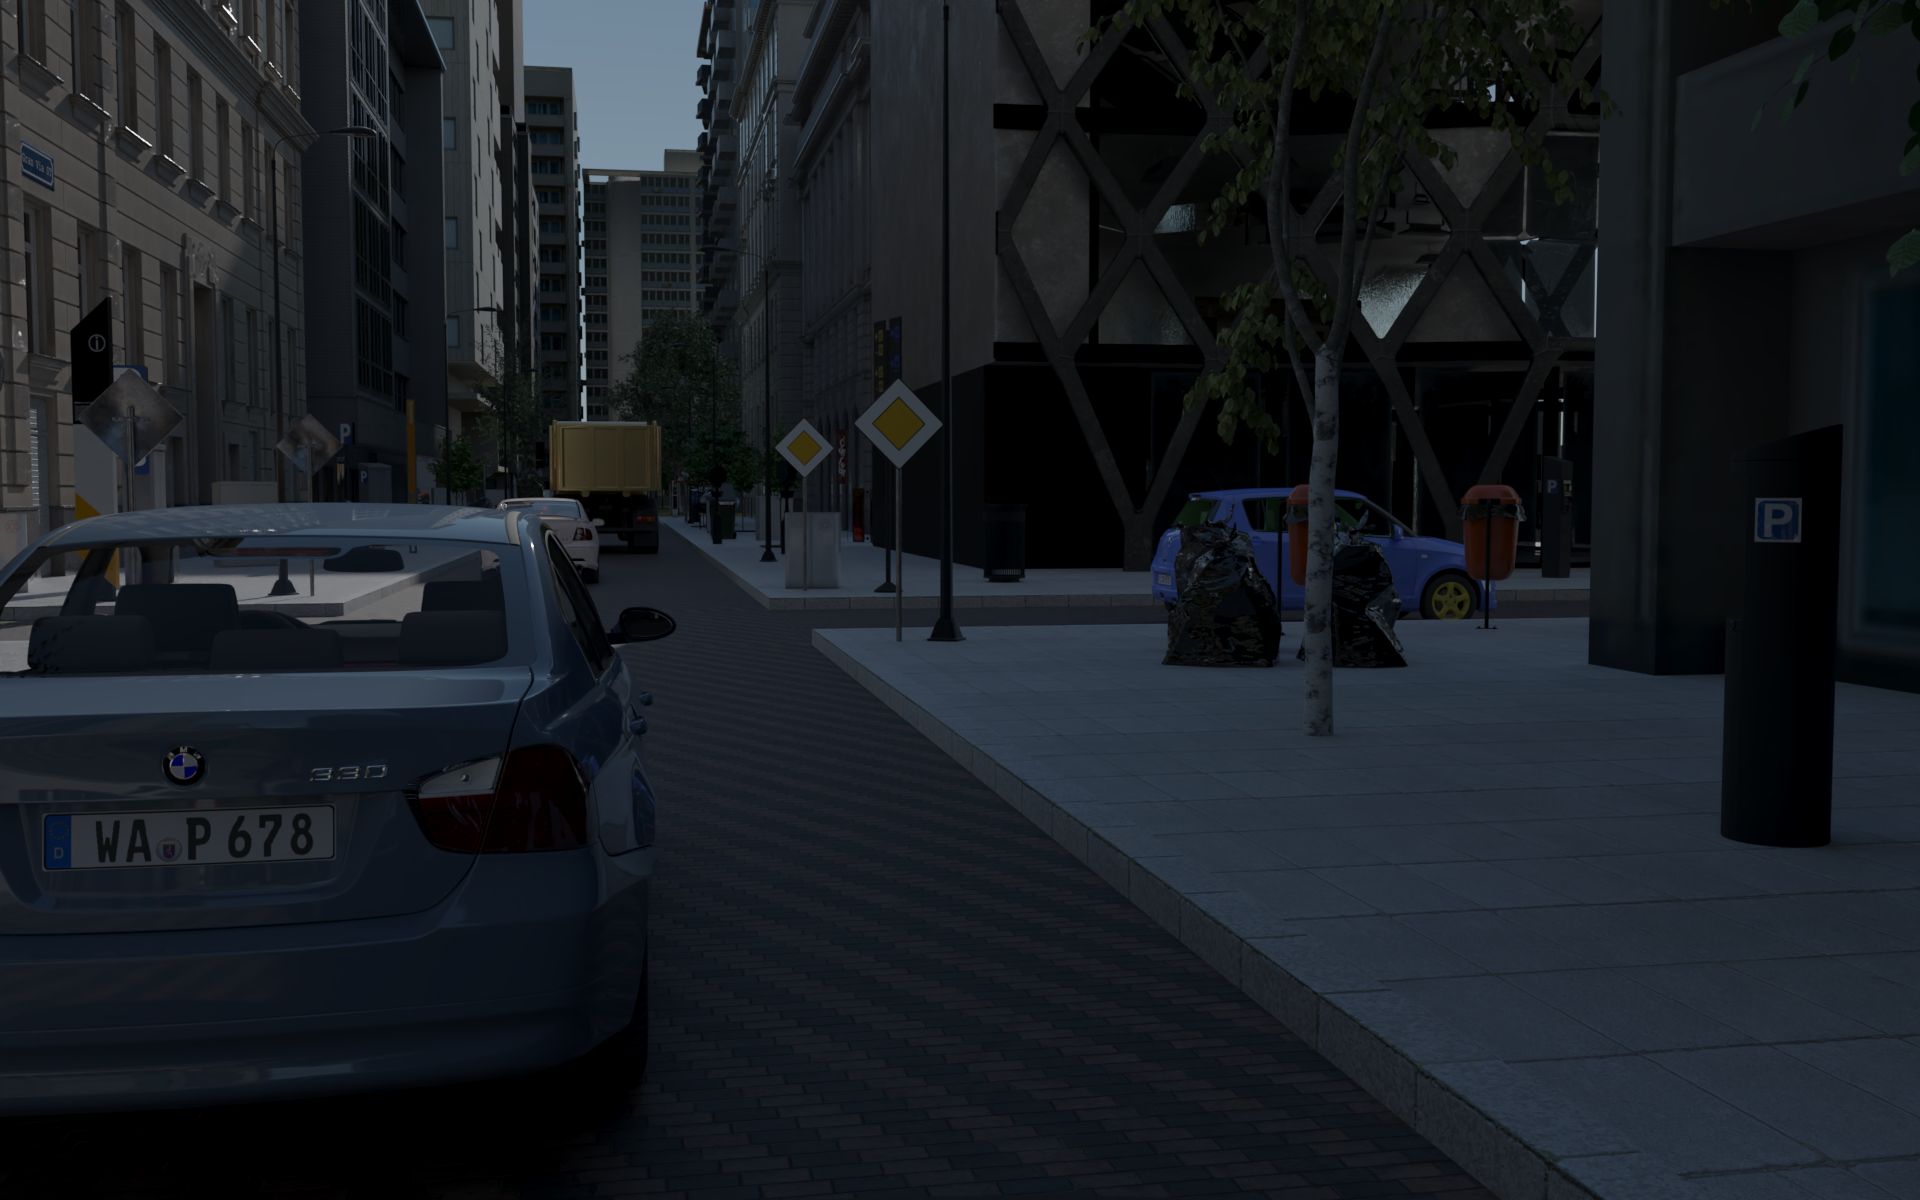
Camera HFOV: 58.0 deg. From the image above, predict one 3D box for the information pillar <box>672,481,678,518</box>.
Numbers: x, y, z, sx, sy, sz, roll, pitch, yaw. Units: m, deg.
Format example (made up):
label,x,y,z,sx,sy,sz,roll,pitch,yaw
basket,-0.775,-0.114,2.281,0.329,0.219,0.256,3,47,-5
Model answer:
label,x,y,z,sx,sy,sz,roll,pitch,yaw
information pillar,-15.540,-5.502,94.451,0.304,2.012,0.304,-1,4,-10

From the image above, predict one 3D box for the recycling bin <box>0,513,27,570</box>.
label,x,y,z,sx,sy,sz,roll,pitch,yaw
recycling bin,-12.598,-0.609,22.519,0.722,1.027,0.722,-3,5,-40

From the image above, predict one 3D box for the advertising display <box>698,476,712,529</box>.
label,x,y,z,sx,sy,sz,roll,pitch,yaw
advertising display,-9.037,-3.525,62.841,0.974,1.923,0.123,1,4,15

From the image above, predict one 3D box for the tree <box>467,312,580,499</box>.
label,x,y,z,sx,sy,sz,roll,pitch,yaw
tree,-18.011,-7.367,70.807,4.360,8.622,3.978,0,3,0

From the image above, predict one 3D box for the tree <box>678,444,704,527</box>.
label,x,y,z,sx,sy,sz,roll,pitch,yaw
tree,-10.053,-4.422,66.903,1.663,3.219,1.824,0,3,0

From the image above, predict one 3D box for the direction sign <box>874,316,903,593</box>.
label,x,y,z,sx,sy,sz,roll,pitch,yaw
direction sign,-0.938,-1.868,22.546,0.379,3.537,0.876,-2,4,-25

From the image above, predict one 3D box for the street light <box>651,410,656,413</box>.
label,x,y,z,sx,sy,sz,roll,pitch,yaw
street light,-16.441,-7.576,96.407,1.470,5.913,1.316,-1,4,-11

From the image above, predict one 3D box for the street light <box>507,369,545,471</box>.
label,x,y,z,sx,sy,sz,roll,pitch,yaw
street light,-16.287,-5.603,64.143,1.470,5.913,1.316,-1,4,-11

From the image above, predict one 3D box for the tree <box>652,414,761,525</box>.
label,x,y,z,sx,sy,sz,roll,pitch,yaw
tree,-9.818,-5.351,71.199,4.285,4.588,4.351,0,3,0

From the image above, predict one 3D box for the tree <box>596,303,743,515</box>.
label,x,y,z,sx,sy,sz,roll,pitch,yaw
tree,-16.974,-11.433,103.945,9.611,12.733,9.660,0,3,0

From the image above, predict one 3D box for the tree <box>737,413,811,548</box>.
label,x,y,z,sx,sy,sz,roll,pitch,yaw
tree,-4.263,-2.876,41.623,1.663,3.219,1.824,0,3,0

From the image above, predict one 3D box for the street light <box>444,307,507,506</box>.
label,x,y,z,sx,sy,sz,roll,pitch,yaw
street light,-12.165,-4.308,42.984,1.470,5.913,1.316,-1,4,-11

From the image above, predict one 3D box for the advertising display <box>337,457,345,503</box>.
label,x,y,z,sx,sy,sz,roll,pitch,yaw
advertising display,-10.961,-1.559,30.708,0.123,1.923,0.974,-1,4,-19

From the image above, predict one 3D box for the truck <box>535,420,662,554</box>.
label,x,y,z,sx,sy,sz,roll,pitch,yaw
truck,-9.316,-3.004,45.044,3.469,3.379,9.791,-1,4,-13

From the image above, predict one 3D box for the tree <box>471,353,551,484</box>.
label,x,y,z,sx,sy,sz,roll,pitch,yaw
tree,-22.859,-8.508,89.462,4.737,8.622,4.395,0,3,0

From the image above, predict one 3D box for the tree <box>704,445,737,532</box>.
label,x,y,z,sx,sy,sz,roll,pitch,yaw
tree,-7.446,-3.923,58.739,1.663,3.219,1.824,0,3,0

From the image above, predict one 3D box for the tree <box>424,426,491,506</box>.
label,x,y,z,sx,sy,sz,roll,pitch,yaw
tree,-14.109,-3.353,49.420,1.663,3.219,1.824,0,3,0

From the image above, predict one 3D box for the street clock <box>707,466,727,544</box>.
label,x,y,z,sx,sy,sz,roll,pitch,yaw
street clock,-6.220,-2.432,44.340,0.471,2.002,0.358,-2,4,-31

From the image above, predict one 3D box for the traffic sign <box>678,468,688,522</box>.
label,x,y,z,sx,sy,sz,roll,pitch,yaw
traffic sign,-12.721,-4.921,80.570,0.768,2.556,0.104,0,4,-7

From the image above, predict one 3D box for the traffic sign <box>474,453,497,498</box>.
label,x,y,z,sx,sy,sz,roll,pitch,yaw
traffic sign,-14.745,-3.277,53.691,0.768,2.556,0.104,0,4,-2

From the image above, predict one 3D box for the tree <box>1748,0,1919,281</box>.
label,x,y,z,sx,sy,sz,roll,pitch,yaw
tree,3.193,-1.200,3.329,4.285,4.588,4.351,0,3,0

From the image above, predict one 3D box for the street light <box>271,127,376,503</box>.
label,x,y,z,sx,sy,sz,roll,pitch,yaw
street light,-8.077,-3.023,21.963,1.470,5.913,1.316,-1,4,-11

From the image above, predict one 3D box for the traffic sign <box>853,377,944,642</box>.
label,x,y,z,sx,sy,sz,roll,pitch,yaw
traffic sign,-0.534,-0.696,15.022,0.795,2.450,0.064,-1,4,-11

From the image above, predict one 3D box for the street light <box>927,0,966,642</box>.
label,x,y,z,sx,sy,sz,roll,pitch,yaw
street light,-0.651,-2.592,14.922,1.470,5.913,1.316,-1,4,-11

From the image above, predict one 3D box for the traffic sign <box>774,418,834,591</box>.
label,x,y,z,sx,sy,sz,roll,pitch,yaw
traffic sign,-2.052,-1.176,22.862,0.795,2.450,0.064,-1,4,-11

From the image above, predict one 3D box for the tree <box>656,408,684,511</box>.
label,x,y,z,sx,sy,sz,roll,pitch,yaw
tree,-21.495,-10.887,128.366,4.360,8.622,3.978,0,3,0

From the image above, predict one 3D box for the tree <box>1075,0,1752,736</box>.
label,x,y,z,sx,sy,sz,roll,pitch,yaw
tree,2.107,-3.594,9.122,4.737,8.622,4.395,0,3,0

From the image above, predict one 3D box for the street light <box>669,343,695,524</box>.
label,x,y,z,sx,sy,sz,roll,pitch,yaw
street light,-8.154,-4.959,53.621,1.470,5.913,1.316,-1,4,-11

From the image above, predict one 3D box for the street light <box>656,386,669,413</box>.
label,x,y,z,sx,sy,sz,roll,pitch,yaw
street light,-12.203,-6.250,74.723,1.470,5.913,1.316,-1,4,-11

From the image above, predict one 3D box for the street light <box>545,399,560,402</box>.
label,x,y,z,sx,sy,sz,roll,pitch,yaw
street light,-20.231,-6.874,84.928,1.470,5.913,1.316,-1,4,-11

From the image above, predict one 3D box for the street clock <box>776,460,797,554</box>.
label,x,y,z,sx,sy,sz,roll,pitch,yaw
street clock,-3.685,-1.974,36.851,0.358,2.002,0.471,-3,5,-39

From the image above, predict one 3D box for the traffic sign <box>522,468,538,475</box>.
label,x,y,z,sx,sy,sz,roll,pitch,yaw
traffic sign,-20.828,-5.127,83.935,0.768,2.556,0.104,0,4,-6

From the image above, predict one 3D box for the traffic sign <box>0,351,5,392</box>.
label,x,y,z,sx,sy,sz,roll,pitch,yaw
traffic sign,-7.216,-0.750,12.368,0.768,2.556,0.104,0,4,-6

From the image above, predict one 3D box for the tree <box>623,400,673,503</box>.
label,x,y,z,sx,sy,sz,roll,pitch,yaw
tree,-27.610,-13.521,155.483,7.601,10.594,8.767,-1,4,-19

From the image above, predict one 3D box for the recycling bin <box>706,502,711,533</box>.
label,x,y,z,sx,sy,sz,roll,pitch,yaw
recycling bin,-7.893,-2.723,57.070,0.722,1.027,0.722,1,4,14

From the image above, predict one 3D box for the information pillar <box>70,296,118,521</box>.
label,x,y,z,sx,sy,sz,roll,pitch,yaw
information pillar,-10.285,-1.790,20.617,0.504,3.616,0.183,0,4,2

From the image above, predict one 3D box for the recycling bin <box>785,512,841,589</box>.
label,x,y,z,sx,sy,sz,roll,pitch,yaw
recycling bin,-2.013,-0.686,23.766,0.722,1.027,0.722,0,4,-1

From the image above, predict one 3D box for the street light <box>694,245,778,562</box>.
label,x,y,z,sx,sy,sz,roll,pitch,yaw
street light,-4.168,-3.674,32.616,1.470,5.913,1.316,-1,4,-11

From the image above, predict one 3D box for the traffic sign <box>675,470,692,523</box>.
label,x,y,z,sx,sy,sz,roll,pitch,yaw
traffic sign,-12.179,-4.693,76.727,0.884,2.594,0.081,0,4,-1

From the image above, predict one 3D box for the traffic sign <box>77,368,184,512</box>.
label,x,y,z,sx,sy,sz,roll,pitch,yaw
traffic sign,-6.619,-0.625,13.869,0.795,2.450,0.064,-1,4,-11

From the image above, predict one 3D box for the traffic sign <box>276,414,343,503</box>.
label,x,y,z,sx,sy,sz,roll,pitch,yaw
traffic sign,-8.138,-1.105,21.709,0.795,2.450,0.064,-1,4,-11
